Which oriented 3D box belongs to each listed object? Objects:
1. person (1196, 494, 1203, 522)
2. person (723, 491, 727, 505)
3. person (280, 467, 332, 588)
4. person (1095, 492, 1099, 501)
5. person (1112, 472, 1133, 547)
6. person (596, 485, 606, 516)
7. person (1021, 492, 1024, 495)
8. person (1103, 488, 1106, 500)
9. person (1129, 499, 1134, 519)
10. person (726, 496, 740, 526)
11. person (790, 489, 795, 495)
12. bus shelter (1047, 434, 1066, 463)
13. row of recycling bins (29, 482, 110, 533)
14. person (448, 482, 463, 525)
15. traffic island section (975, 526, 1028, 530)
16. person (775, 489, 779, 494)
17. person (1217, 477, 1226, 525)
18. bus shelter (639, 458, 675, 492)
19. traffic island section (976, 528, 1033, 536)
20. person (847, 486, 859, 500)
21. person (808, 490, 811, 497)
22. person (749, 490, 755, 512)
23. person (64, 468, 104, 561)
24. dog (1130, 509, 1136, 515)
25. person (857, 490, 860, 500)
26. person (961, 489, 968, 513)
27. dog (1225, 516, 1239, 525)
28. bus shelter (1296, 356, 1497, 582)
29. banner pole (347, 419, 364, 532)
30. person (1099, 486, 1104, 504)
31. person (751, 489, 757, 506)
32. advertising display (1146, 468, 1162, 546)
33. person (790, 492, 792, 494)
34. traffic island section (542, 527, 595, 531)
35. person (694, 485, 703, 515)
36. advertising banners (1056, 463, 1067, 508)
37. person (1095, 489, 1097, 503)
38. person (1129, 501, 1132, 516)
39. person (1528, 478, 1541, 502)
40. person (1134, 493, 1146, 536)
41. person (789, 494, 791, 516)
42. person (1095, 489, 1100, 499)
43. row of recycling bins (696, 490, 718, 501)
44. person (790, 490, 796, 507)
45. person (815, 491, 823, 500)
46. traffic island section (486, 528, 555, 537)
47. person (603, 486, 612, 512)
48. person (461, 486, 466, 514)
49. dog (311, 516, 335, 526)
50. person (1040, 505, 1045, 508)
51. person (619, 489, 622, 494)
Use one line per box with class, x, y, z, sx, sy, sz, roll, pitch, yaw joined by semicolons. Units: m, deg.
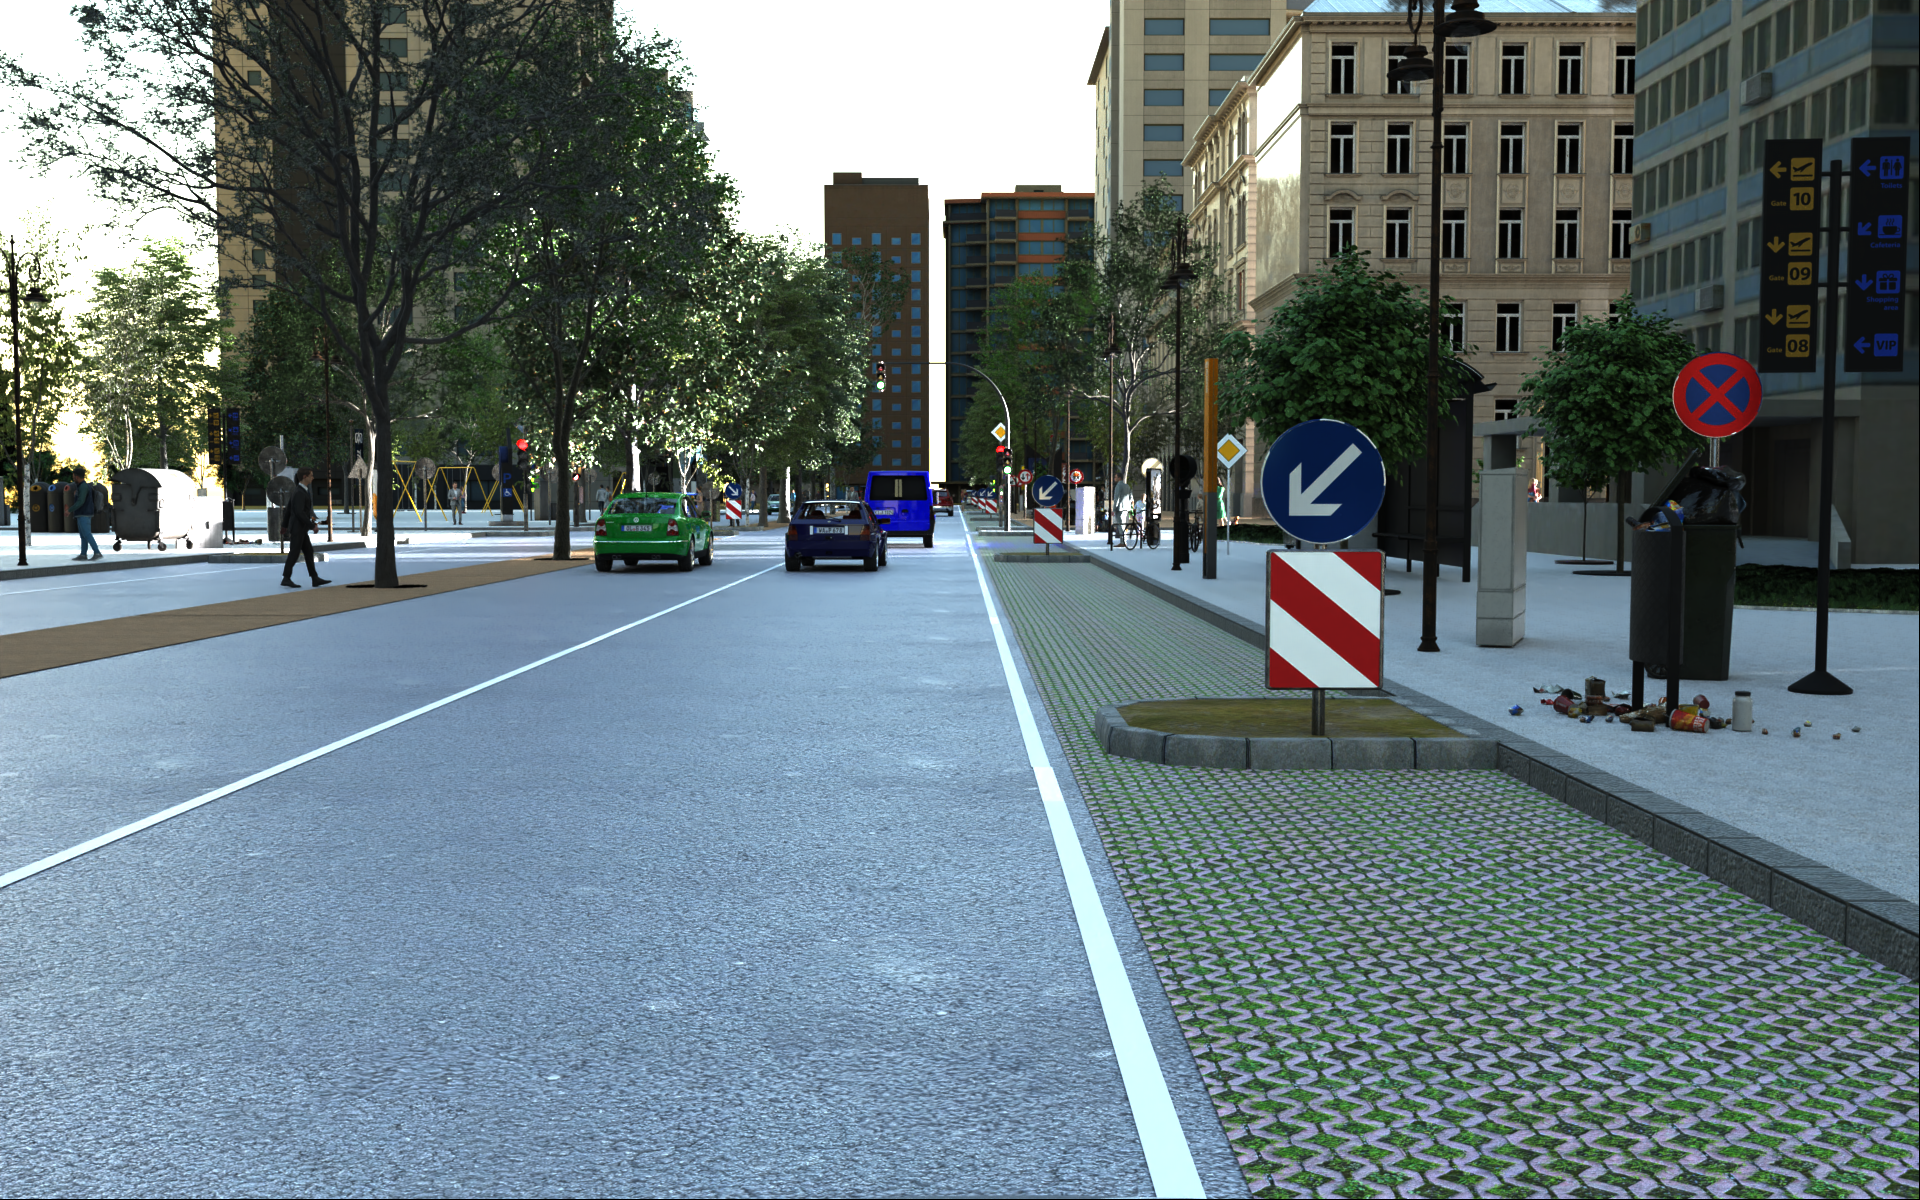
person;9.283;-3.464;66.950;0.640;1.303;0.475;-1;4;-14
person;-26.892;-11.711;198.982;0.593;1.643;0.415;-1;4;-12
person;-10.063;-1.121;26.614;0.755;1.850;0.659;-1;4;-22
person;11.936;-8.554;149.155;0.557;1.426;1.065;-3;5;-41
person;3.895;-2.182;41.820;0.391;1.810;0.635;2;4;26
person;-21.071;-5.876;101.969;0.661;1.843;0.795;-2;4;-26
person;5.976;-9.285;158.575;1.217;1.735;0.721;-1;4;-14
person;11.547;-7.962;136.894;0.598;1.740;0.731;0;4;-4
person;8.692;-4.773;88.322;0.306;1.304;0.590;-1;4;-18
person;-9.853;-4.090;75.184;0.655;1.846;0.447;1;4;10
person;-17.893;-11.041;186.559;1.348;1.824;0.705;-1;4;-12
bus shelter;5.628;-8.310;113.499;2.179;5.291;8.768;0;4;0
row of recycling bins;-29.675;-3.092;57.668;3.534;1.692;1.069;2;4;27
person;-21.088;-4.052;72.489;0.606;1.804;0.583;-2;4;-35
traffic island section;1.615;-2.786;67.840;2.009;0.180;2.903;0;4;0
person;-18.494;-10.401;176.194;1.348;1.812;0.705;0;4;8
person;7.657;-2.776;51.681;0.600;1.795;0.529;-1;4;-22
bus shelter;-20.093;-7.548;114.700;1.731;3.624;6.357;0;3;0
traffic island section;1.640;-2.298;59.855;2.009;0.180;2.903;0;4;0
person;-5.070;-4.505;82.274;0.709;1.813;0.853;1;4;11
person;-19.221;-13.017;218.954;1.350;1.814;0.705;3;5;40
person;-15.818;-7.463;131.183;0.598;1.740;0.731;0;4;-1
person;-16.832;-1.644;33.268;0.721;1.781;0.623;-2;4;-32
dog;10.444;-5.358;105.336;0.748;0.427;0.550;1;4;21
person;-10.250;-10.128;174.104;0.705;1.822;1.348;3;5;40
person;0.306;-7.443;130.173;0.580;1.828;0.573;1;4;21
dog;9.458;-2.659;60.304;0.406;0.507;0.540;1;4;22
bus shelter;6.653;-2.058;27.577;2.014;3.302;5.546;0;4;0
banner pole;-20.314;-4.177;58.309;0.401;3.779;0.863;1;4;18
person;9.794;-6.914;118.868;0.755;1.850;0.659;3;5;41
person;-23.001;-11.458;193.241;0.709;1.838;0.599;-1;4;-10
advertising display;4.853;-2.335;43.390;0.123;1.923;0.974;1;4;23
person;-20.087;-12.393;208.628;1.348;1.831;0.705;-1;4;-12
traffic island section;-15.027;-2.784;67.793;2.009;0.180;2.903;0;4;0
person;-10.511;-3.716;69.602;0.374;1.781;0.599;-1;4;-11
advertising banners;5.387;-6.203;97.605;0.090;3.025;2.074;-3;4;-36
person;13.072;-9.912;167.742;1.348;1.869;0.705;1;4;10
person;8.044;-4.782;84.241;0.660;1.820;0.620;1;4;10
person;19.662;-3.271;59.492;0.573;1.828;0.580;1;4;16
person;5.458;-2.565;52.268;0.425;1.301;0.394;1;4;15
person;-11.482;-6.486;114.352;0.655;1.846;0.447;0;4;-7
person;12.464;-9.168;155.950;1.348;1.822;0.705;-1;4;-20
row of recycling bins;-18.773;-7.331;126.968;1.069;1.692;3.534;1;4;15
person;-12.910;-7.678;134.380;0.601;1.785;0.444;1;4;17
person;-15.107;-10.779;185.292;0.990;1.755;0.434;-1;4;-18
traffic island section;-15.001;-2.295;59.808;2.009;0.180;2.903;0;4;0
person;-17.863;-4.949;87.962;0.522;1.701;0.512;2;4;30
person;-32.777;-6.604;114.026;0.388;1.821;0.555;1;4;9
dog;-26.412;-3.319;71.999;0.748;0.427;0.550;2;4;30
person;4.306;-4.965;87.785;0.524;1.755;0.480;0;4;7
person;-28.182;-8.411;144.371;0.445;1.727;0.742;-2;4;-26
